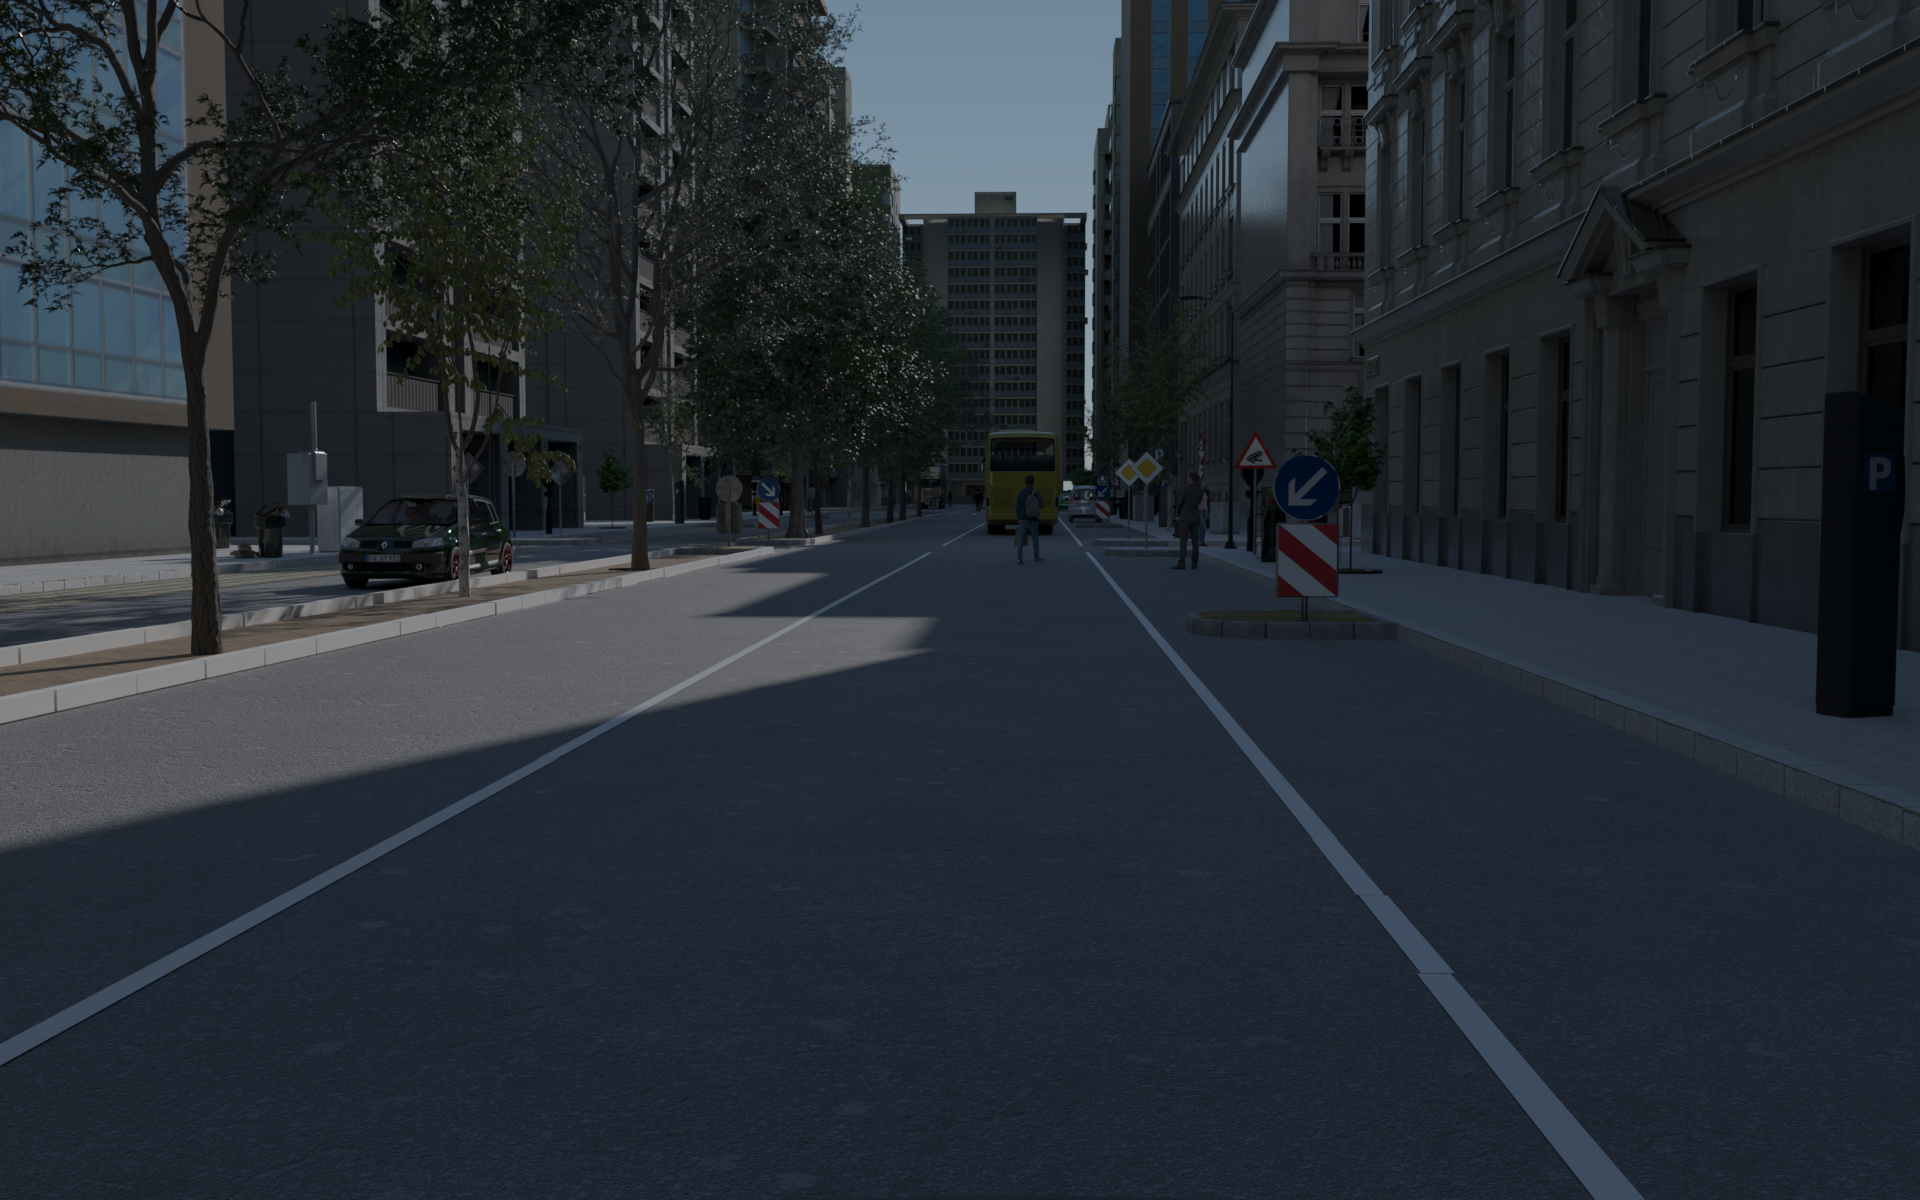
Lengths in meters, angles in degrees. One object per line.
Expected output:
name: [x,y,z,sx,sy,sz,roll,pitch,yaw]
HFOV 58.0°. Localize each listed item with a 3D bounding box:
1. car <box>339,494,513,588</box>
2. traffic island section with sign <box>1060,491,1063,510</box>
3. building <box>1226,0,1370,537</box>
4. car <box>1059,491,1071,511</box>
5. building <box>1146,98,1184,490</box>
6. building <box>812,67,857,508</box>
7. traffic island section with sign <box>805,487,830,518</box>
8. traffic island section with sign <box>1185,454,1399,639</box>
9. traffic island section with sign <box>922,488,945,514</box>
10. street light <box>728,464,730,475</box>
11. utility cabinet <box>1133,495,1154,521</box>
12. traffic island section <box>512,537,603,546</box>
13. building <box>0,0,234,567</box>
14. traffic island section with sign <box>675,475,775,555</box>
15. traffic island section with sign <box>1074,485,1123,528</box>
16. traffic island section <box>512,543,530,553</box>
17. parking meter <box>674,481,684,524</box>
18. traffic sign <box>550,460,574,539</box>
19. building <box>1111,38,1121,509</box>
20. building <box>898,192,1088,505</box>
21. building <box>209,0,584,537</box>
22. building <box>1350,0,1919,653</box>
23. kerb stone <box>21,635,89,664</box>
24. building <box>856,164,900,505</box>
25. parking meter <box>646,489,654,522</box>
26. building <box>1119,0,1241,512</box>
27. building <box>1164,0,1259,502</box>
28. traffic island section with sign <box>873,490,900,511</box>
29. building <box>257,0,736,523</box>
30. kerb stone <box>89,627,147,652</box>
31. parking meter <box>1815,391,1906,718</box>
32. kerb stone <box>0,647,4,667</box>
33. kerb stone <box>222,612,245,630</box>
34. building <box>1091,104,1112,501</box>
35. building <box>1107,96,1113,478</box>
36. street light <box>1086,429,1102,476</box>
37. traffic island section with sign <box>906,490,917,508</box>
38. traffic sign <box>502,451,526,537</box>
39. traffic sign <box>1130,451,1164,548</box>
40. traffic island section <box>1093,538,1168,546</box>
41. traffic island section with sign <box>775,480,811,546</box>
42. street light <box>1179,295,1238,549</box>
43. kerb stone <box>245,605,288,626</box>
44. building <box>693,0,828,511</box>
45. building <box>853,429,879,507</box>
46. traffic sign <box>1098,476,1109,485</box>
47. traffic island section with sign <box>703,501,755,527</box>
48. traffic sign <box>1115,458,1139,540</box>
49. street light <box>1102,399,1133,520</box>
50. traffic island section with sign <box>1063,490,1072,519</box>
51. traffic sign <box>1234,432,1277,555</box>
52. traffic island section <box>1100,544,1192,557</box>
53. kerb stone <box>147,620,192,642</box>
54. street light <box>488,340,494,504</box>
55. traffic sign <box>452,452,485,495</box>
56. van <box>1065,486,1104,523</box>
car: [-8.481,-1.096,27.705,2.009,1.686,4.222,0,4,2]
traffic island section with sign: [10.671,-10.377,178.289,1.989,1.847,2.006,0,4,3]
building: [21.352,-13.091,55.837,24.055,21.916,13.314,0,4,3]
car: [9.001,-8.342,145.195,1.959,1.807,4.718,0,4,3]
building: [19.685,-19.414,110.923,14.314,27.812,24.014,0,4,3]
building: [-17.742,-29.217,161.287,14.154,41.232,14.086,0,4,3]
traffic island section with sign: [-8.719,-5.719,102.131,1.989,1.847,2.006,0,4,3]
traffic island section with sign: [3.388,-0.577,18.066,1.989,1.847,2.006,0,4,3]
traffic island section with sign: [-1.901,-7.087,124.008,2.006,1.907,1.989,0,4,3]
street light: [-11.117,-7.022,87.354,1.470,5.913,1.316,0,4,3]
utility cabinet: [8.672,-4.326,81.885,1.020,1.237,0.306,-2,4,-24]
traffic island section: [-11.446,-1.669,49.569,2.009,0.180,2.903,0,4,3]
building: [-23.532,-23.278,30.708,14.200,45.320,14.600,0,4,3]
traffic island section with sign: [-5.653,-2.043,41.548,2.006,1.907,1.989,0,4,3]
traffic island section with sign: [5.898,-3.962,73.402,1.989,1.847,2.006,0,4,3]
traffic island section: [-11.809,-1.181,41.592,2.009,0.180,2.903,0,4,3]
parking meter: [-12.109,-4.220,74.713,0.399,1.863,0.255,3,4,38]
traffic sign: [-11.422,-2.805,49.507,0.795,2.450,0.064,0,4,3]
building: [20.879,-29.071,158.905,14.154,41.232,14.086,0,4,3]
building: [4.541,-32.627,225.331,23.993,40.220,32.217,0,4,3]
building: [-24.778,-38.027,59.990,20.563,71.187,20.611,0,4,3]
building: [15.763,-14.634,15.678,17.030,29.872,44.131,0,4,3]
kerb stone: [-7.912,0.439,15.023,0.120,0.150,1.000,0,4,3]
building: [-14.865,-32.673,217.790,14.086,41.232,14.154,0,4,3]
parking meter: [-14.232,-4.344,79.430,0.372,1.533,0.369,0,3,0]
building: [19.313,-29.376,130.403,14.600,45.320,14.200,0,4,3]
building: [18.984,-15.310,83.607,16.112,22.955,30.059,0,4,3]
traffic island section with sign: [-6.487,-8.721,151.209,1.989,1.847,2.006,0,4,3]
building: [-23.267,-40.062,93.265,20.563,71.187,20.611,0,4,3]
kerb stone: [-7.875,0.376,16.045,0.120,0.150,1.000,0,4,3]
parking meter: [5.213,-0.264,10.021,0.399,1.863,0.255,-1,4,-18]
kerb stone: [-7.965,0.501,14.000,0.120,0.150,1.000,0,4,3]
kerb stone: [-7.783,0.251,18.099,0.120,0.150,1.000,0,4,3]
building: [27.437,-36.385,218.592,21.600,48.544,21.300,0,4,3]
building: [27.003,-34.319,180.728,23.786,49.044,30.456,0,4,3]
street light: [9.578,-9.227,123.403,1.470,5.913,1.316,0,4,3]
traffic island section with sign: [-5.272,-10.368,178.137,1.989,1.847,2.006,0,4,3]
traffic sign: [-13.224,-3.132,51.321,0.768,2.556,0.104,1,4,9]
traffic sign: [4.392,-2.271,40.776,0.795,2.450,0.064,0,4,3]
traffic island section: [4.779,-1.624,48.829,2.009,0.180,2.903,0,4,3]
traffic island section with sign: [-5.307,-2.496,48.947,2.006,1.907,1.989,0,4,3]
street light: [5.806,-4.155,40.483,1.470,5.913,1.316,0,4,3]
kerb stone: [-7.727,0.188,19.125,0.120,0.150,1.000,0,4,3]
building: [-22.499,-29.646,139.344,22.147,44.769,28.867,0,4,3]
building: [-24.442,-20.830,185.612,28.899,21.520,27.650,0,4,3]
traffic sign: [9.951,-7.351,120.293,0.768,2.556,0.104,0,4,5]
traffic island section with sign: [-9.968,-4.063,75.062,1.989,1.847,2.006,0,4,3]
traffic sign: [4.755,-2.759,48.753,0.795,2.450,0.064,0,4,3]
street light: [7.860,-6.875,84.947,1.470,5.913,1.316,0,4,3]
traffic island section with sign: [7.165,-5.654,101.067,1.989,1.847,2.006,0,4,3]
traffic sign: [6.159,-2.209,36.115,0.884,2.594,0.081,1,4,11]
traffic island section: [4.416,-1.136,40.852,2.009,0.180,2.903,0,4,3]
kerb stone: [-7.827,0.320,17.069,0.120,0.150,1.000,0,4,3]
street light: [-12.855,-4.700,49.389,1.470,5.913,1.316,0,4,3]
traffic sign: [-11.785,-2.317,41.530,0.795,2.450,0.064,0,4,3]
van: [6.369,-4.981,88.451,2.013,2.044,4.112,0,4,3]
